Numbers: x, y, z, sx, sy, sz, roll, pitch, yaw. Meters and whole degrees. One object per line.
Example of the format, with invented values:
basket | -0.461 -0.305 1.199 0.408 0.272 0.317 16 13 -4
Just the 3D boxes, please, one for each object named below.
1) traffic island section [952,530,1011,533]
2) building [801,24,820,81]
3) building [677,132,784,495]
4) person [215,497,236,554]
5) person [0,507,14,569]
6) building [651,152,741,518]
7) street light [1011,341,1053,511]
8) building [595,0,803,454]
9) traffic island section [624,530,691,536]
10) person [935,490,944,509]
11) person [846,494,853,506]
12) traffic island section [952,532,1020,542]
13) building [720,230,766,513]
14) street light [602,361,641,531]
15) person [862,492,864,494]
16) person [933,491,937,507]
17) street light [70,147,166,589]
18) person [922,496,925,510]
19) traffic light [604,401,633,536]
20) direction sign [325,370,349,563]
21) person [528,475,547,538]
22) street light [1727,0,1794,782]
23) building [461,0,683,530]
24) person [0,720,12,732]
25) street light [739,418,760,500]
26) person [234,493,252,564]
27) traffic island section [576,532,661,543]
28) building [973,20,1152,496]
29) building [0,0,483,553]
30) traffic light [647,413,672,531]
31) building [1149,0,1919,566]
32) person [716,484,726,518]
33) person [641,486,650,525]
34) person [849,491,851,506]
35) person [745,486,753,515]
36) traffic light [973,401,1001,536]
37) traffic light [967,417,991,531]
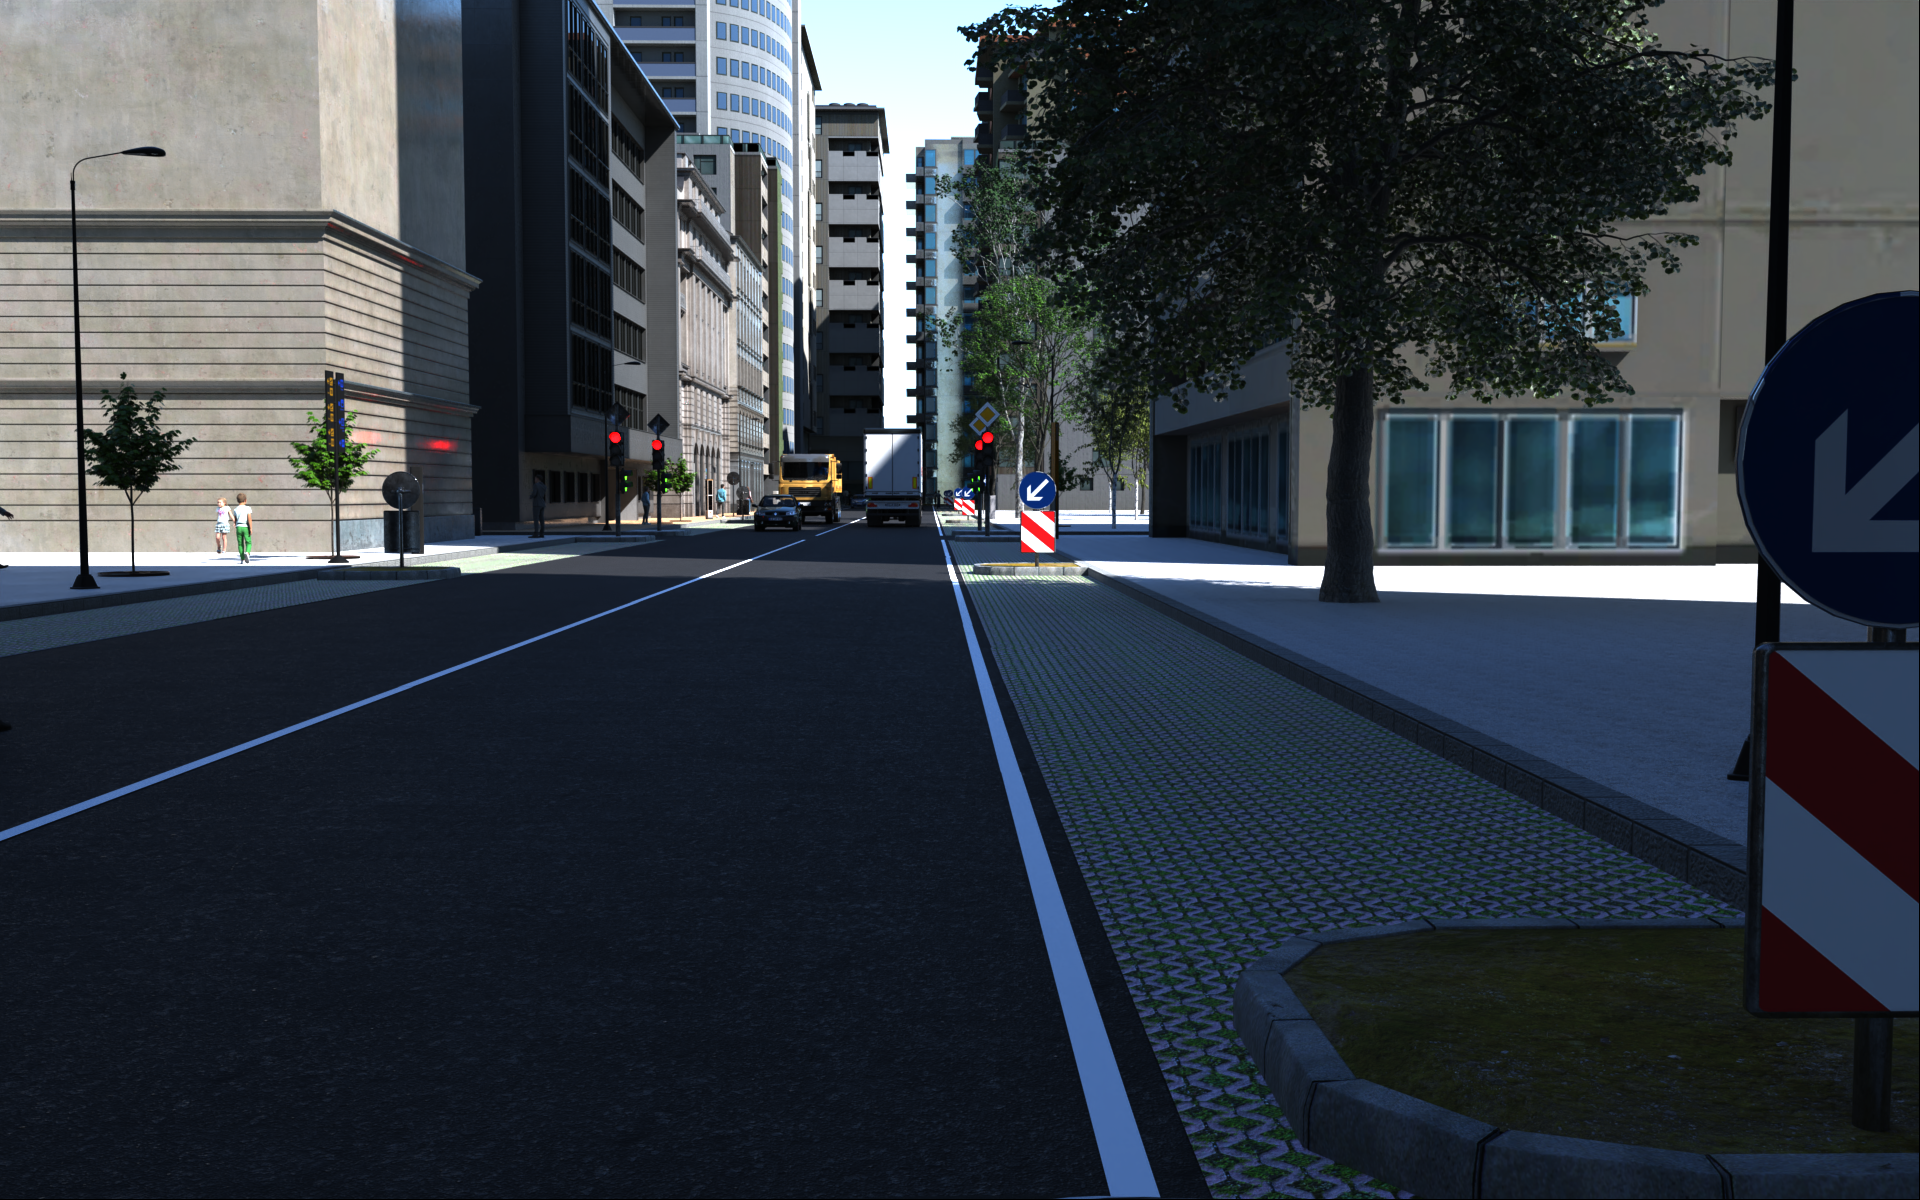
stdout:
traffic island section | 0.714 -2.350 60.701 2.009 0.180 2.903 0 4 -1
building | -30.043 -37.046 194.946 27.495 52.752 28.713 0 4 -1
building | -22.145 -22.665 142.278 14.160 30.474 14.107 0 4 -1
person | -15.744 -1.595 37.139 0.505 1.210 0.382 0 4 4
person | -16.435 -1.395 29.126 0.850 1.792 0.678 0 4 -7
building | -20.983 -15.996 103.337 13.314 21.916 24.055 0 4 -1
street light | 2.258 -4.897 52.615 1.470 5.913 1.316 0 4 -1
building | -26.362 -37.963 162.700 21.231 58.520 28.212 0 4 -1
traffic island section | -10.525 -2.338 60.507 2.009 0.180 2.903 0 4 -1
person | -2.035 -9.726 167.598 0.705 1.814 1.350 -3 4 -39
person | -12.755 -11.642 199.664 1.217 1.723 0.721 1 4 22
traffic island section | 0.856 -1.862 52.717 2.009 0.180 2.903 0 4 -1
building | -19.734 -16.876 125.068 9.793 20.994 18.267 0 4 -1
street light | -11.879 -5.398 60.794 1.470 5.913 1.316 0 4 -1
person | -10.777 -11.117 191.737 0.593 1.643 0.415 3 4 37
person | -2.850 -11.363 195.075 0.721 1.735 1.217 1 4 14
street light | -11.322 -3.105 23.307 1.470 5.913 1.316 0 4 -1
person | -3.473 -8.948 155.718 0.530 1.710 0.541 -2 4 -32
traffic light | -10.344 -3.882 52.389 0.839 4.253 0.868 0 4 -1
direction sign | -11.587 -2.458 32.184 0.379 3.537 0.876 0 4 0
person | -12.423 -2.747 50.768 0.447 1.846 0.655 1 4 22
street light | 3.089 -2.147 7.642 1.470 5.913 1.316 0 4 -1
building | -21.308 -15.669 75.259 14.314 24.678 30.058 0 4 -1
person | -6.075 -0.148 10.286 0.648 1.900 0.474 0 4 -8
street light | -12.900 -8.146 105.723 1.470 5.913 1.316 0 4 -1
person | -13.148 -1.314 31.774 0.306 1.304 0.590 -2 4 -24
traffic island section | -10.384 -1.850 52.523 2.009 0.180 2.903 0 4 -1
building | 12.474 -31.244 165.457 22.147 44.769 28.867 0 4 -1
building | -30.835 -13.743 43.776 34.723 24.649 14.460 0 4 -1
traffic light | -10.485 -4.370 60.373 0.839 4.253 0.868 0 4 -1
building | 16.480 -25.463 40.029 21.300 48.544 21.600 0 4 -1
person | -12.927 -5.347 93.486 0.660 1.820 0.620 1 4 19
person | -13.218 -3.987 73.033 0.330 1.601 0.589 -2 4 -29
person | -12.313 -11.354 194.856 0.721 1.735 1.217 0 4 -4
person | -13.160 -6.174 107.581 0.593 1.750 0.643 1 4 12
traffic light | 0.816 -3.895 52.602 0.839 4.253 0.868 0 4 -1
traffic light | 0.674 -4.383 60.586 0.839 4.253 0.868 0 4 -1
